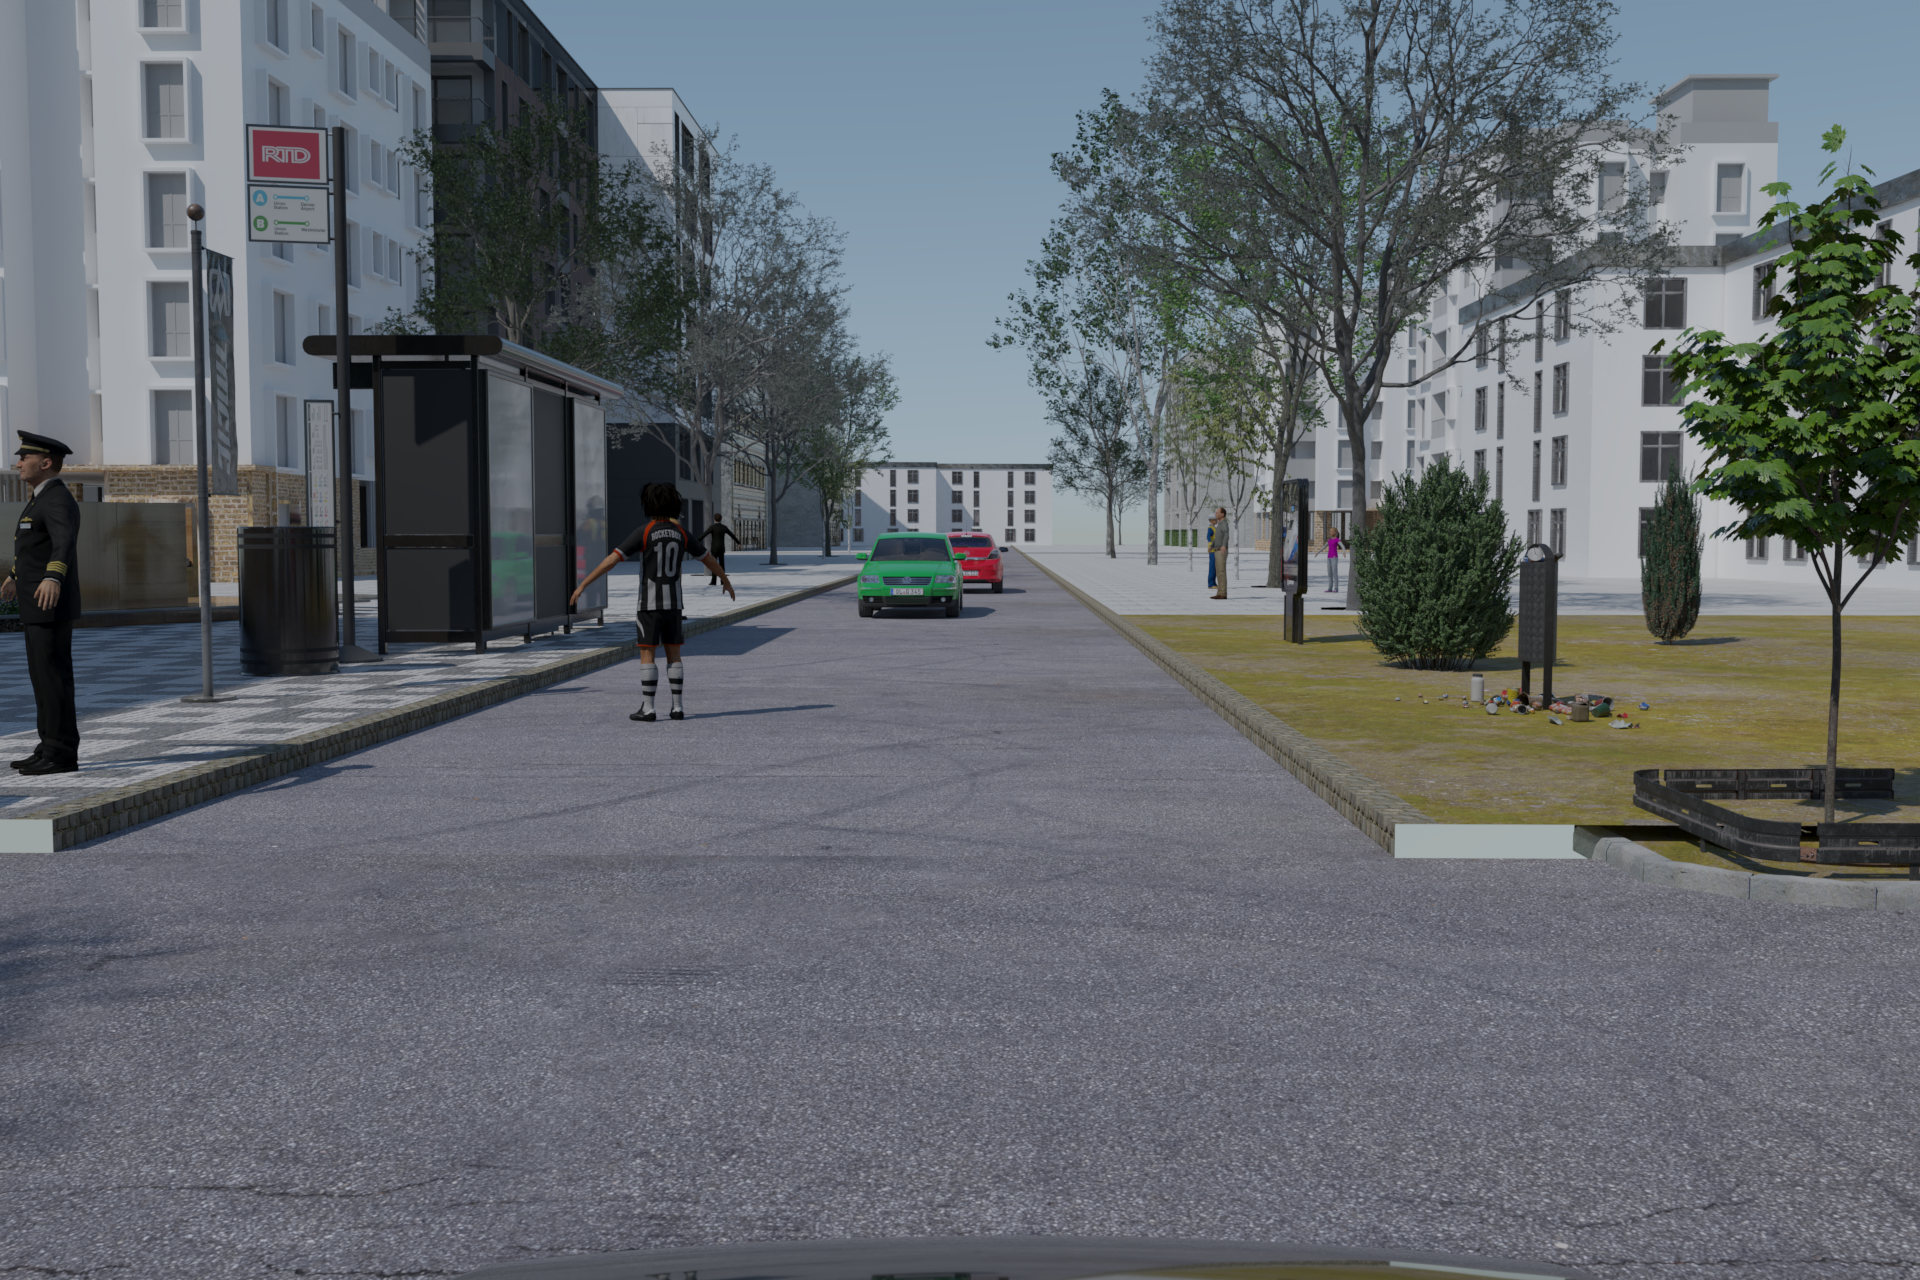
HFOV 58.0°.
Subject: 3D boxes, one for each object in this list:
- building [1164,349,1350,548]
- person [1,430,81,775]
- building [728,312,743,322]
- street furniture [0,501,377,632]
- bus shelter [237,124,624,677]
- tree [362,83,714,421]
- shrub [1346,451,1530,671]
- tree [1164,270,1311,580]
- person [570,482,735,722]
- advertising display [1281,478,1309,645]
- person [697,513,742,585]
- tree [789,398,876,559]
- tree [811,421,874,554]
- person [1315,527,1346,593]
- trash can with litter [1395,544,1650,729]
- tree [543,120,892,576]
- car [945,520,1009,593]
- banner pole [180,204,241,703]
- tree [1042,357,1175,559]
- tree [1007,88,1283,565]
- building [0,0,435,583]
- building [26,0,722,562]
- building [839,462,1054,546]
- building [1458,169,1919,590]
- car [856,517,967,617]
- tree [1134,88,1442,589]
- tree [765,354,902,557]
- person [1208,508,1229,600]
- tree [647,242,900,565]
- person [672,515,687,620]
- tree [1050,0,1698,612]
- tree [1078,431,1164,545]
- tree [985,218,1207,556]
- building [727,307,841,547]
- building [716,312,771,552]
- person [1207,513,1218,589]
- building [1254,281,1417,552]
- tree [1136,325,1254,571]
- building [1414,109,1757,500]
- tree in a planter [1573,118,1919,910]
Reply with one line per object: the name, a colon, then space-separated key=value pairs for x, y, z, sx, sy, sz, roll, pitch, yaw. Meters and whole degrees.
building: x=30.525 y=-18.828 z=174.303 sx=16.747 sy=18.905 sz=31.486 roll=0 pitch=4 yaw=1
person: x=-4.959 y=-0.209 z=9.358 sx=0.705 sy=1.837 sz=1.347 roll=-3 pitch=4 yaw=-36
building: x=-23.758 y=-17.890 z=148.920 sx=16.016 sy=20.090 sz=11.380 roll=0 pitch=4 yaw=0
street furniture: x=-15.073 y=-1.200 z=26.478 sx=9.812 sy=1.723 sz=11.010 roll=2 pitch=4 yaw=27
bus shelter: x=-5.843 y=-2.575 z=19.734 sx=2.179 sy=5.291 sz=8.768 roll=0 pitch=4 yaw=1
tree: x=-8.494 y=-6.161 z=35.139 sx=8.767 sy=10.594 sz=7.601 roll=2 pitch=4 yaw=29
shrub: x=4.544 y=-0.762 z=16.508 sx=1.661 sy=2.075 sz=1.752 roll=0 pitch=3 yaw=0
tree: x=7.682 y=-5.966 z=47.899 sx=4.737 sy=8.622 sz=4.395 roll=0 pitch=3 yaw=0
person: x=-2.313 y=-0.288 z=13.305 sx=1.345 sy=1.843 sz=0.704 roll=-2 pitch=4 yaw=-32
advertising display: x=3.951 y=-0.933 z=20.466 sx=0.123 sy=1.923 sz=0.974 roll=0 pitch=4 yaw=-1
person: x=-6.076 y=-2.276 z=43.391 sx=1.347 sy=1.806 sz=0.705 roll=-2 pitch=4 yaw=-29
tree: x=-6.756 y=-8.430 z=88.196 sx=4.737 sy=8.622 sz=4.395 roll=0 pitch=3 yaw=0
tree: x=-6.906 y=-9.836 z=111.179 sx=4.360 sy=8.622 sz=3.978 roll=0 pitch=3 yaw=0
person: x=8.093 y=-1.745 z=37.798 sx=0.599 sy=1.433 sz=0.991 roll=-2 pitch=4 yaw=-28
trash can with litter: x=4.173 y=-0.085 z=12.453 sx=1.678 sy=1.210 sz=2.233 roll=0 pitch=4 yaw=1
tree: x=-7.707 y=-8.688 z=52.423 sx=12.009 sy=13.543 sz=11.850 roll=0 pitch=3 yaw=0
car: x=0.152 y=-2.094 z=43.270 sx=2.155 sy=1.783 sz=4.494 roll=0 pitch=4 yaw=0
banner pole: x=-5.791 y=-1.434 z=13.471 sx=0.401 sy=3.779 sz=0.863 roll=0 pitch=4 yaw=1
tree: x=7.710 y=-9.547 z=90.510 sx=7.601 sy=10.594 sz=8.767 roll=1 pitch=4 yaw=9
tree: x=8.167 y=-13.261 z=72.702 sx=12.611 sy=20.169 sz=13.585 roll=0 pitch=3 yaw=0
building: x=-23.460 y=-11.666 z=47.153 sx=16.016 sy=20.090 sz=11.380 roll=0 pitch=4 yaw=2
building: x=-27.085 y=-14.294 z=77.687 sx=27.936 sy=21.610 sz=32.646 roll=0 pitch=4 yaw=1
building: x=-3.086 y=-15.783 z=202.653 sx=28.070 sy=9.664 sz=9.099 roll=0 pitch=4 yaw=-5
building: x=22.924 y=-6.636 z=50.652 sx=9.099 sy=9.664 sz=28.070 roll=0 pitch=4 yaw=1
car: x=-0.852 y=-1.368 z=31.169 sx=1.959 sy=1.807 sz=4.718 roll=0 pitch=4 yaw=1
tree: x=7.673 y=-7.042 z=40.886 sx=9.928 sy=11.665 sz=9.643 roll=0 pitch=3 yaw=0
tree: x=-7.328 y=-10.498 z=97.405 sx=9.928 sy=11.665 sz=9.643 roll=0 pitch=3 yaw=0
person: x=5.102 y=-1.696 z=34.002 sx=0.705 sy=1.796 sz=1.348 roll=0 pitch=4 yaw=-3
tree: x=-7.654 y=-9.886 z=72.005 sx=12.009 sy=13.543 sz=11.850 roll=0 pitch=3 yaw=0
person: x=-4.286 y=-1.226 z=25.809 sx=0.705 sy=1.858 sz=1.354 roll=-3 pitch=5 yaw=-43
tree: x=6.635 y=-7.228 z=28.552 sx=12.009 sy=13.543 sz=11.850 roll=0 pitch=3 yaw=0
tree: x=18.338 y=-17.687 z=199.558 sx=12.009 sy=13.543 sz=11.850 roll=0 pitch=3 yaw=0
tree: x=8.179 y=-15.183 z=104.130 sx=12.611 sy=20.169 sz=13.585 roll=0 pitch=3 yaw=0
building: x=-22.343 y=-21.188 z=177.358 sx=19.493 sy=23.208 sz=18.063 roll=0 pitch=4 yaw=1
building: x=-25.495 y=-18.547 z=134.165 sx=19.493 sy=23.208 sz=18.063 roll=0 pitch=4 yaw=1
person: x=6.018 y=-2.086 z=40.578 sx=0.721 sy=1.772 sz=1.216 roll=2 pitch=4 yaw=23
building: x=28.231 y=-17.011 z=134.544 sx=16.016 sy=20.090 sz=11.380 roll=0 pitch=4 yaw=2
tree: x=7.921 y=-6.674 z=59.478 sx=4.360 sy=8.622 sz=3.978 roll=0 pitch=3 yaw=0
building: x=27.519 y=-13.898 z=83.648 sx=16.016 sy=20.090 sz=11.380 roll=0 pitch=4 yaw=2
tree in a planter: x=3.816 y=-0.628 z=7.498 sx=1.991 sy=3.239 sz=1.994 roll=0 pitch=4 yaw=1
